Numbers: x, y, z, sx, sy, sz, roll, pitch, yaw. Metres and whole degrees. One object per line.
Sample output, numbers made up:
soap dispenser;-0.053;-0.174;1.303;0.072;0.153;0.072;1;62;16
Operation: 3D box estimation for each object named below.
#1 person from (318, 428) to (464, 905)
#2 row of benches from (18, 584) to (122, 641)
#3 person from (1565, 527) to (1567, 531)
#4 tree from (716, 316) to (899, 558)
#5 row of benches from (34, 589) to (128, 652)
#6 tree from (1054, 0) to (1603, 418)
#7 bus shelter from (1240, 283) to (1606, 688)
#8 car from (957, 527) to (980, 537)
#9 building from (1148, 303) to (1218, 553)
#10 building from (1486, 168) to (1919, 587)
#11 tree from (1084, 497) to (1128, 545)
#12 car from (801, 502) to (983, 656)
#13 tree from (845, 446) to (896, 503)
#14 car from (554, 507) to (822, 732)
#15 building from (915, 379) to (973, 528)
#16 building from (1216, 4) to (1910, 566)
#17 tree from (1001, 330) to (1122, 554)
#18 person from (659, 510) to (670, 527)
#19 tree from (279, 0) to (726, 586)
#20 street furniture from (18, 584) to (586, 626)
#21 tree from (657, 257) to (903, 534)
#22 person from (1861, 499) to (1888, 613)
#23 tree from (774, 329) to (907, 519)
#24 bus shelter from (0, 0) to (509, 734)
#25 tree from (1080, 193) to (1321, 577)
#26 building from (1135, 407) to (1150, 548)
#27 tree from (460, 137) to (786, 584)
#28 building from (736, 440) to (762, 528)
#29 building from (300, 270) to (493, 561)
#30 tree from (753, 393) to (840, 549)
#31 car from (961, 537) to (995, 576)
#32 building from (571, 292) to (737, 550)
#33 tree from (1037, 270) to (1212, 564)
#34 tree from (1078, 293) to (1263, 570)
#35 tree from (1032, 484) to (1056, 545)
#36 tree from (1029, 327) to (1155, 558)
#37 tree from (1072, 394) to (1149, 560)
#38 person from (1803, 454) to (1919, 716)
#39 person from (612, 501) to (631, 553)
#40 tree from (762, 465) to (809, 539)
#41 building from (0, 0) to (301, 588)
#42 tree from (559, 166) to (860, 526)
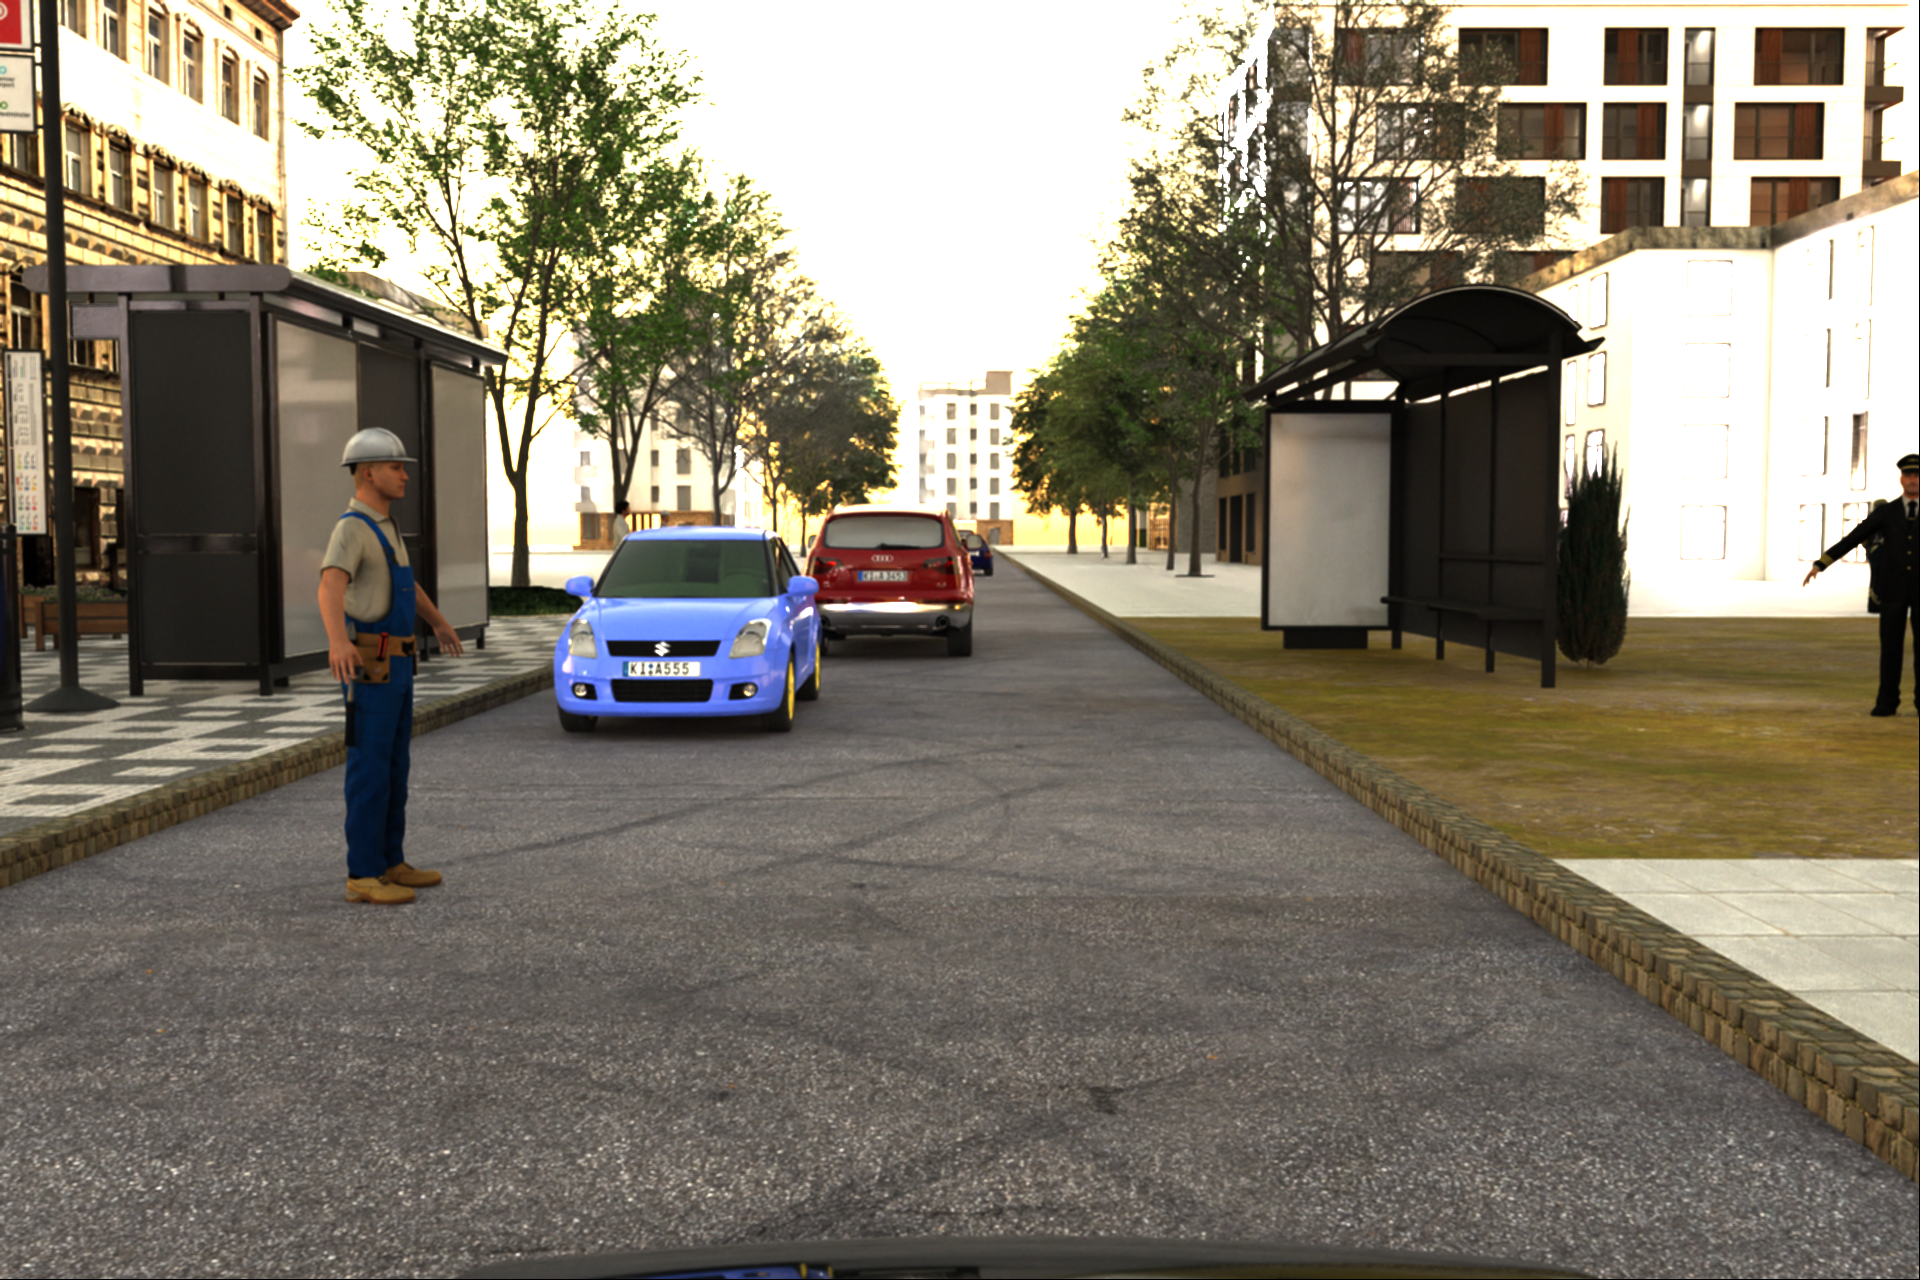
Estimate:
person;-2.272;0.090;6.848;0.705;1.847;1.347;0;4;0
row of benches;-12.125;-0.389;21.828;4.104;0.672;1.422;2;4;27
person;12.995;-1.864;36.602;1.348;1.813;0.705;-1;4;-9
tree;-8.440;-11.258;94.442;12.009;13.543;11.850;0;3;0
row of benches;-11.103;-0.216;18.987;4.104;0.672;1.422;-1;4;-10
tree;7.023;-7.512;33.195;12.009;13.543;11.850;0;3;0
bus shelter;4.179;-1.399;16.793;2.014;3.302;5.546;0;4;0
car;0.042;-5.630;100.718;2.281;1.827;5.304;0;4;-1
building;24.285;-18.214;128.723;19.493;23.208;18.063;0;4;0
building;22.866;-6.443;47.496;9.099;9.664;28.070;0;4;1
tree;18.057;-16.418;202.839;7.601;10.594;8.767;0;4;0
car;-0.847;-0.806;21.844;2.281;1.827;5.304;0;4;0
tree;-11.126;-16.958;203.014;9.928;11.665;9.643;0;3;0
car;-2.049;-0.250;13.675;1.945;1.707;3.694;0;4;0
building;-4.929;-21.131;204.371;11.380;20.090;16.016;0;4;4
building;26.027;-14.650;83.502;27.936;21.610;32.646;0;4;0
tree;7.238;-12.440;110.045;9.857;13.997;8.962;0;3;0
person;-6.896;-2.128;40.651;0.705;1.847;1.347;-1;4;-10
tree;-8.146;-6.467;31.496;9.928;11.665;9.643;0;3;0
street furniture;-11.017;-0.653;26.304;10.072;0.657;5.734;0;4;0
tree;-8.127;-10.081;75.195;12.009;13.543;11.850;0;3;0
person;14.930;-1.364;28.083;0.705;1.856;1.354;1;4;13
tree;-7.859;-12.411;109.578;9.857;13.997;8.962;0;3;0
bus shelter;-6.220;-2.286;15.010;2.179;5.291;8.768;0;4;1
tree;7.176;-7.693;51.528;9.928;11.665;9.643;0;3;0
building;25.494;-17.820;157.814;16.747;18.905;31.486;0;3;0
tree;-8.551;-7.234;44.034;9.928;11.665;9.643;0;3;0
building;-23.537;-13.784;167.511;9.099;9.664;28.070;0;4;1
building;-23.332;-7.781;69.371;9.099;9.664;28.070;0;4;1
tree;-8.824;-8.328;86.521;4.360;8.622;3.978;0;3;0
car;0.267;-2.929;60.473;1.945;1.354;3.894;0;4;-1
building;-24.400;-17.136;136.589;16.016;20.090;11.380;0;4;1
tree;7.207;-9.588;74.889;7.486;12.596;7.792;0;3;0
tree;7.831;-7.772;61.477;7.601;10.594;8.767;-1;4;-13
tree;10.299;-15.110;197.406;4.360;8.622;3.978;0;3;0
tree;7.380;-10.677;92.696;7.486;12.596;7.792;0;3;0
tree;7.211;-8.228;84.895;4.737;8.622;4.395;0;3;0
person;6.665;-0.380;12.151;1.347;1.837;0.705;2;4;33
person;-5.296;-1.296;27.378;0.705;1.806;1.347;-1;4;-17
tree;-20.496;-16.381;202.240;7.601;10.594;8.767;0;4;-6
building;-28.831;-12.876;41.448;19.493;23.208;18.063;0;3;0
tree;-7.988;-8.993;57.404;12.009;13.543;11.850;0;3;0
